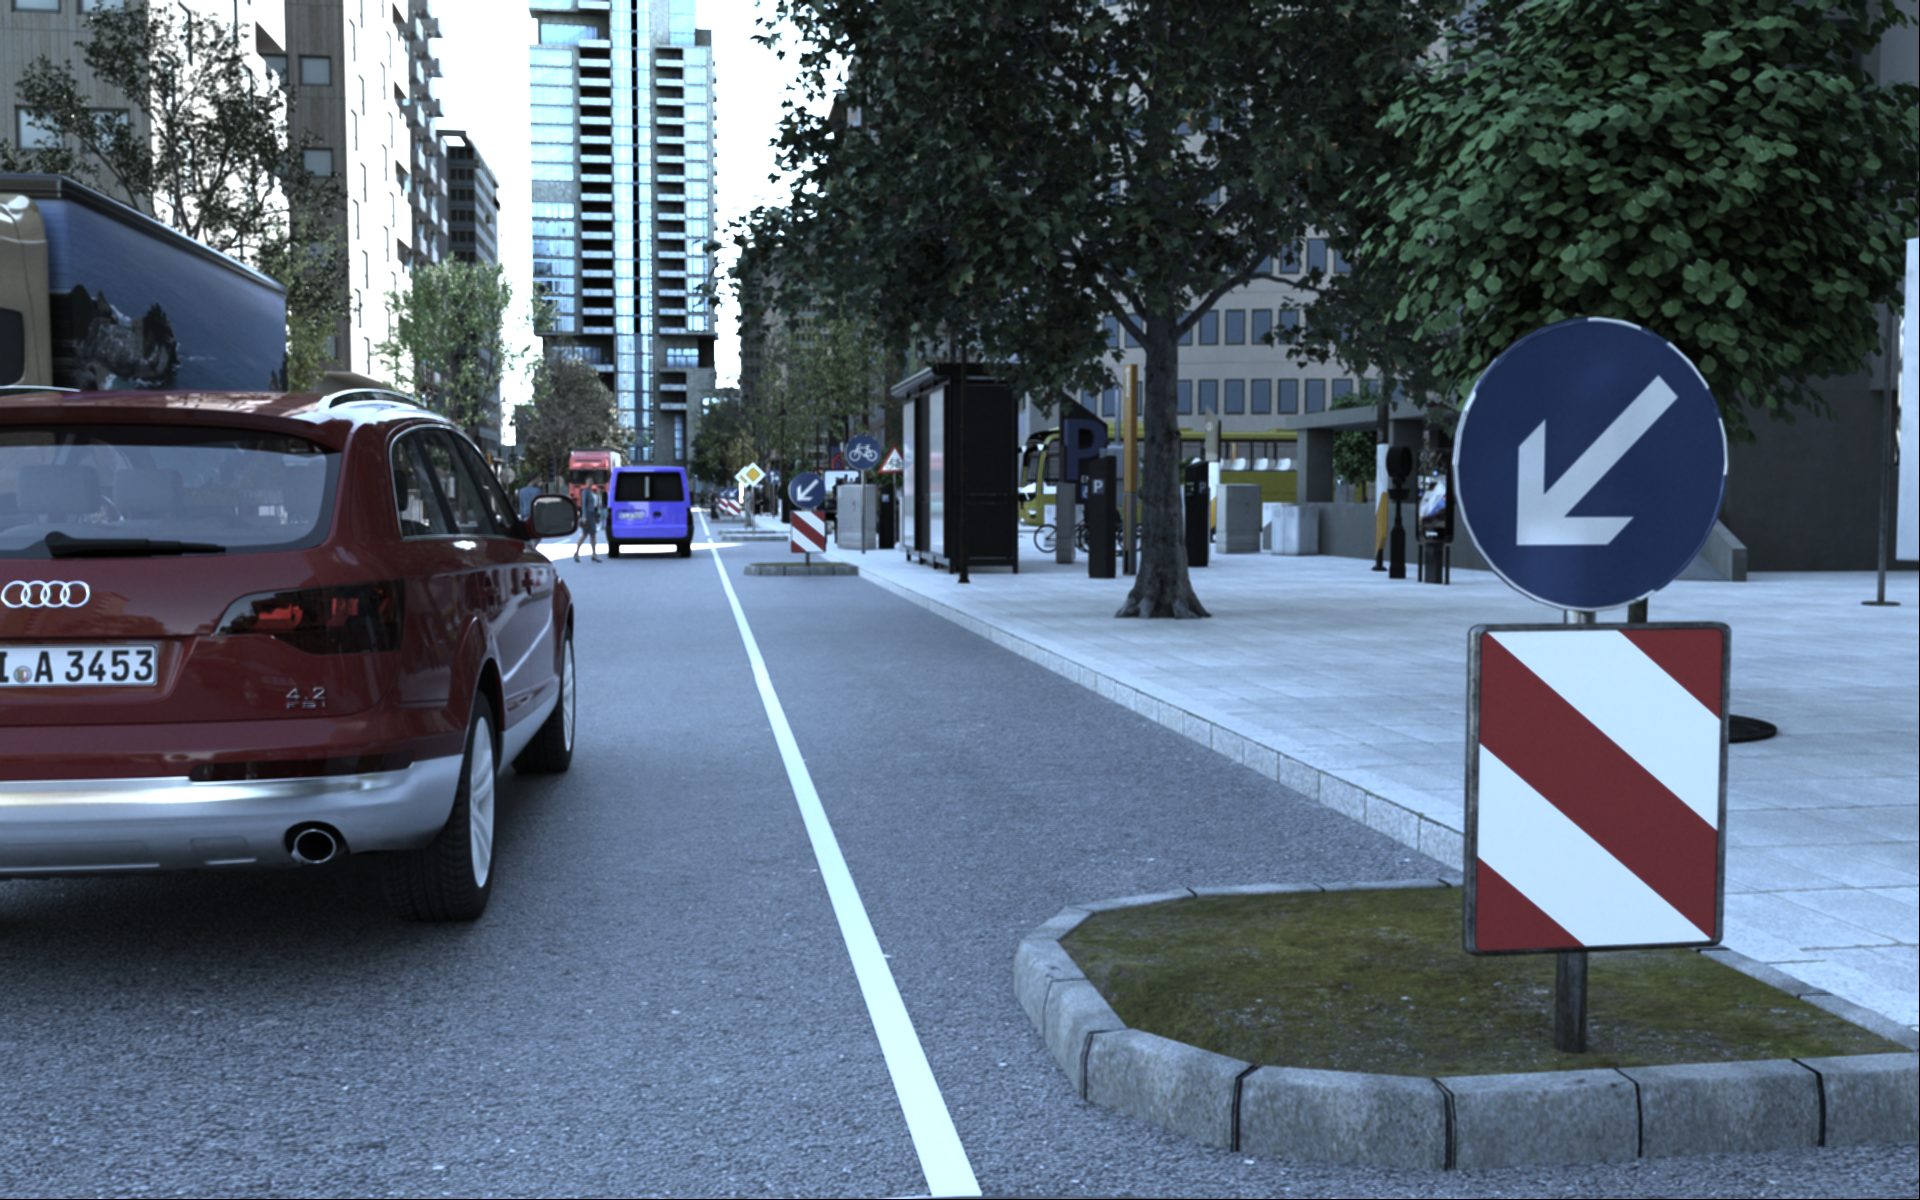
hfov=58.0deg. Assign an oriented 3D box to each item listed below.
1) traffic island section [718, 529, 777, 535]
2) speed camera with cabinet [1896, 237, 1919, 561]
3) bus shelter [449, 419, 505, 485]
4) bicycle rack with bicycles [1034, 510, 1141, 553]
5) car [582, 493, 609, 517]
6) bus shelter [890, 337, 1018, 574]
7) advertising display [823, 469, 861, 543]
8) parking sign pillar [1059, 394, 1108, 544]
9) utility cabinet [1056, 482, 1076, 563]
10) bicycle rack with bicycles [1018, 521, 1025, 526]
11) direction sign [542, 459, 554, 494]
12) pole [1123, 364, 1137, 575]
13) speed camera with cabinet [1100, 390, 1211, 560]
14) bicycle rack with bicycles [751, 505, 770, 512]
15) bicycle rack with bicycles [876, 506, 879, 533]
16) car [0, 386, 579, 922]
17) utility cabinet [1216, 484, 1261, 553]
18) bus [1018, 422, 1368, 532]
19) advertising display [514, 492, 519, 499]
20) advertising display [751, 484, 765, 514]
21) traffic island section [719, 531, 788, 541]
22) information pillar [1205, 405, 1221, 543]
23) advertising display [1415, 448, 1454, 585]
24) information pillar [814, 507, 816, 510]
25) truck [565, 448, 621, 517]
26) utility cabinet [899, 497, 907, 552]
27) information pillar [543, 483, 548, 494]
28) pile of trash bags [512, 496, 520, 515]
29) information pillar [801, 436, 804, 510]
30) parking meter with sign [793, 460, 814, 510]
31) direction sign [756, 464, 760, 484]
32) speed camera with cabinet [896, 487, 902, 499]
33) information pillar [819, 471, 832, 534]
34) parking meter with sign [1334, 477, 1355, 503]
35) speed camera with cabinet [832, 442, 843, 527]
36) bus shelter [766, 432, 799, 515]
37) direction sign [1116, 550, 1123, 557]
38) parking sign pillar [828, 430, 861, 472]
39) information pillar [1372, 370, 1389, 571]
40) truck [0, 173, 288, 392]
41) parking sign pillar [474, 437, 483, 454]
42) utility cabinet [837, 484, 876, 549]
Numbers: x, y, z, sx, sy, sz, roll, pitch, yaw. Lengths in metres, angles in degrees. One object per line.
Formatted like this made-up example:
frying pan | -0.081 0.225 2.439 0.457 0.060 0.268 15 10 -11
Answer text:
traffic island section | -7.632 -2.425 61.922 2.009 0.180 2.903 -1 4 -9
speed camera with cabinet | 3.839 -0.656 5.067 0.660 3.252 2.038 -1 4 -22
bus shelter | -26.655 -7.209 95.504 2.179 5.291 8.768 -1 4 -9
bicycle rack with bicycles | 3.376 -1.531 38.410 2.925 0.926 2.852 1 4 21
car | -19.606 -5.247 94.587 1.959 1.807 4.718 0 4 -7
bus shelter | -0.028 -3.321 31.923 2.179 5.291 8.768 -1 4 -9
advertising display | -3.065 -2.429 44.935 0.974 1.923 0.123 0 4 4
parking sign pillar | 3.256 -3.463 45.092 1.447 3.967 1.447 -1 4 -16
utility cabinet | 1.999 -1.456 32.492 0.318 1.500 1.173 0 4 7
bicycle rack with bicycles | 3.134 -3.454 69.861 2.925 0.926 2.852 1 4 15
direction sign | -26.497 -7.302 111.390 0.876 3.537 0.379 1 4 19
pole | 2.687 -2.049 27.345 0.158 3.312 0.155 0 3 0
speed camera with cabinet | 3.707 -2.358 32.889 2.038 3.252 0.660 1 4 18
bicycle rack with bicycles | -14.303 -6.936 126.787 2.852 0.926 2.925 2 4 27
bicycle rack with bicycles | -1.726 -2.493 54.136 2.852 0.926 2.925 -1 4 -18
car | -2.805 0.089 7.220 2.281 1.827 5.304 0 4 -7
utility cabinet | 6.023 -1.757 37.403 1.173 1.500 0.318 -3 5 -42
bus | 7.878 -4.180 59.894 12.252 3.916 2.896 -1 4 -10
advertising display | -28.737 -6.596 113.054 0.123 1.923 0.974 2 4 28
advertising display | -12.944 -6.458 110.798 0.974 1.923 0.123 2 4 27
traffic island section | -6.414 -1.942 54.030 2.009 0.180 2.903 -1 4 -9
information pillar | 6.644 -3.319 45.617 0.183 3.616 0.504 -3 5 -40
advertising display | 6.808 -1.201 24.848 0.123 1.923 0.974 -1 4 -11
information pillar | -5.332 -3.716 65.246 0.304 2.012 0.304 -1 4 -11
truck | -22.606 -7.241 107.307 2.839 4.237 11.283 0 4 -8
utility cabinet | -0.926 -1.683 38.676 0.306 1.237 1.020 3 4 38
information pillar | -27.118 -6.666 113.474 0.304 2.012 0.304 -2 4 -34
pile of trash bags | -27.754 -5.918 106.519 1.912 1.369 3.447 3 4 38
information pillar | -6.135 -4.664 67.608 0.183 3.616 0.504 0 4 -4
parking meter with sign | -7.395 -5.441 85.223 1.738 3.016 0.543 3 5 40
direction sign | -15.241 -8.387 129.119 0.876 3.537 0.379 3 4 38
speed camera with cabinet | -3.258 -7.353 114.558 2.038 3.252 0.660 1 4 18
information pillar | -4.288 -3.099 55.154 0.304 2.012 0.304 3 5 44
parking meter with sign | 11.370 -3.364 51.261 0.543 3.016 1.738 2 4 33
speed camera with cabinet | -4.885 -4.428 66.741 0.660 3.252 2.038 -1 4 -17
bus shelter | -11.068 -8.045 109.174 2.179 5.291 8.768 -1 4 -9
direction sign | 3.394 -2.663 35.532 0.379 3.537 0.876 0 4 4
parking sign pillar | -4.711 -5.041 70.888 1.447 3.967 1.447 -1 4 -14
information pillar | 7.018 -2.290 28.797 0.183 3.616 0.504 0 4 1
truck | -9.335 -1.738 17.328 2.839 4.237 11.283 0 4 -8
parking sign pillar | -23.029 -5.671 81.185 1.447 3.967 1.447 -1 4 -13
utility cabinet | -2.406 -1.922 40.107 0.318 1.500 1.173 -3 4 -38
